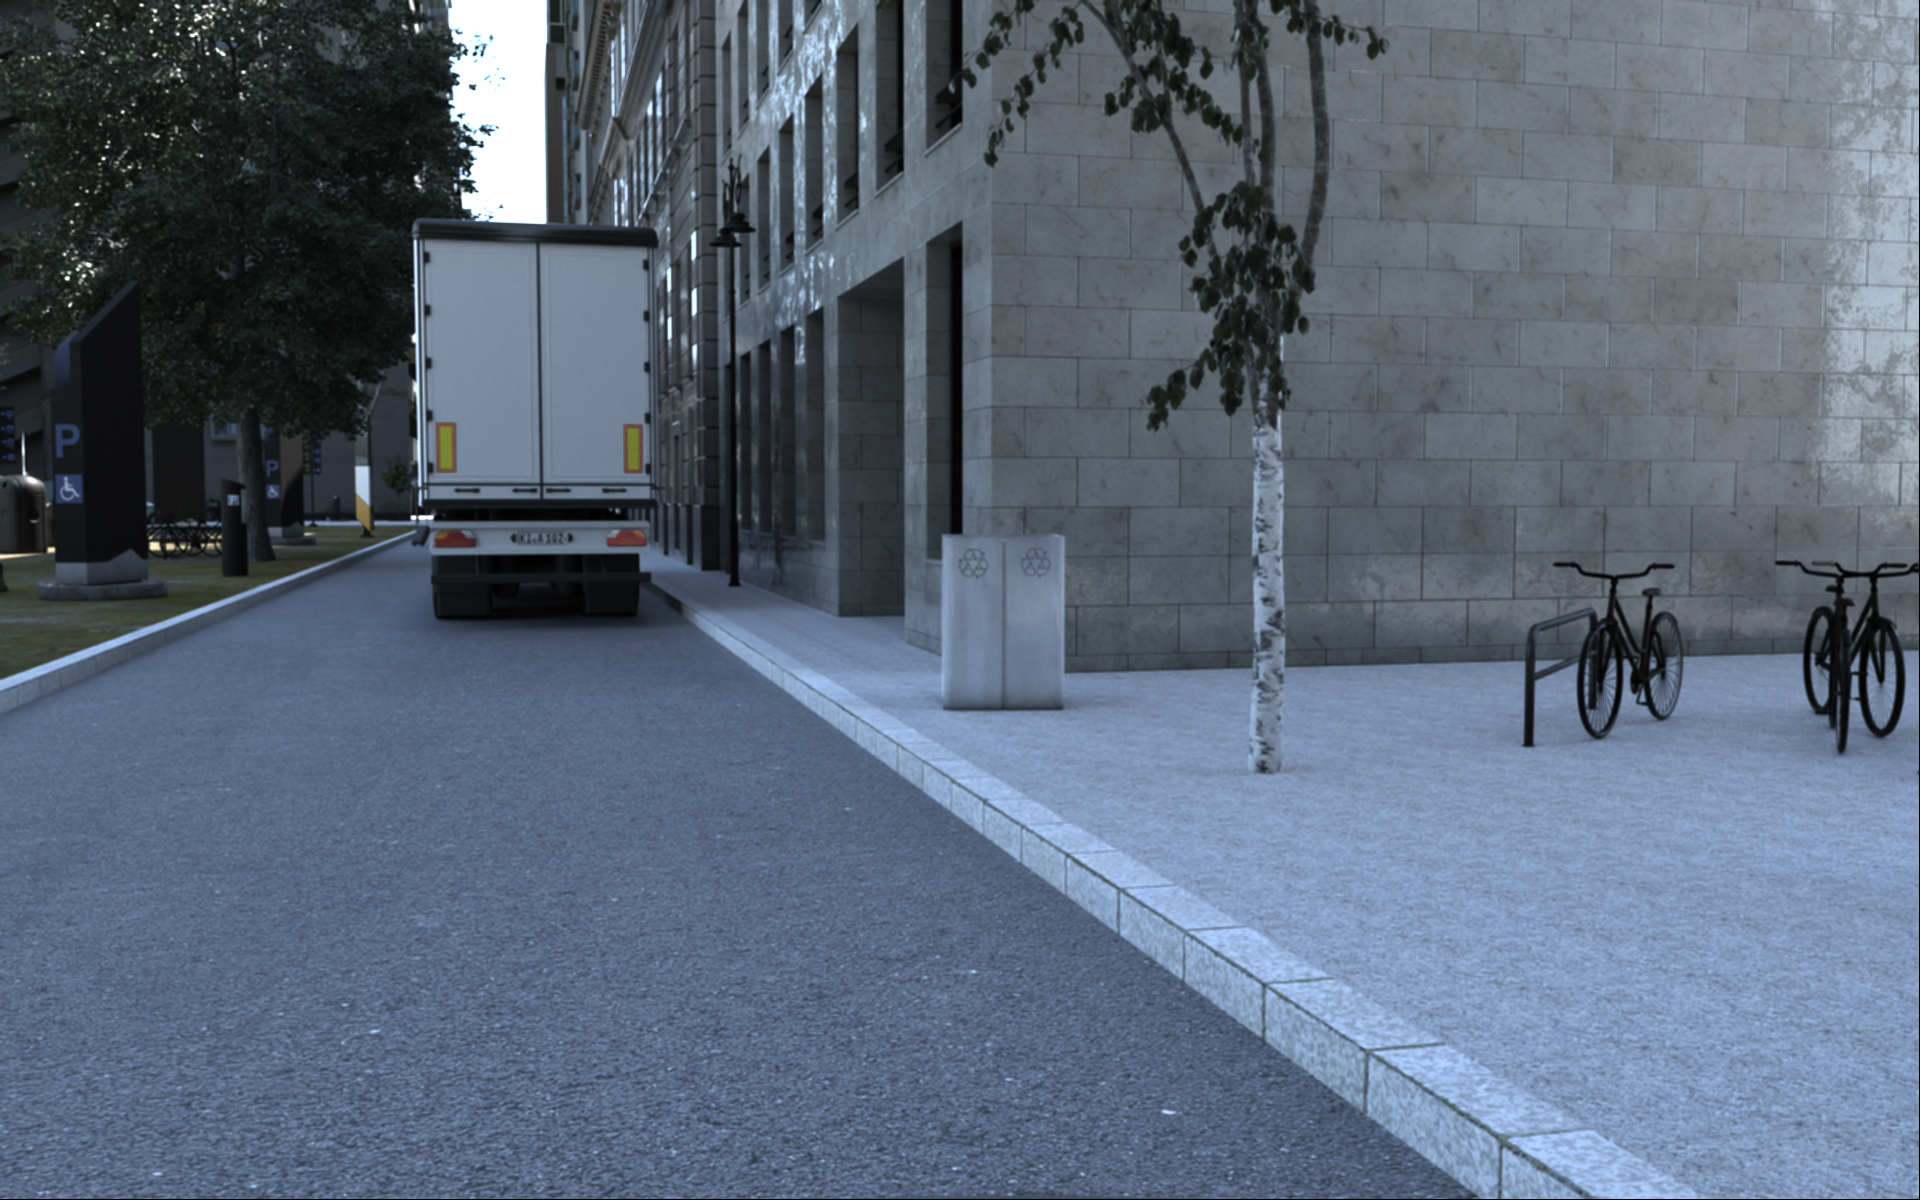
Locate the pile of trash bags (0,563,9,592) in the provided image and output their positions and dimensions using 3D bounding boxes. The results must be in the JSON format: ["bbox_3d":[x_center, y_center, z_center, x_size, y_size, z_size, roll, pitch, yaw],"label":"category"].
[{"bbox_3d":[-13.026,-0.701,21.219,1.912,1.369,3.447,-1,4,-15],"label":"pile of trash bags"}]

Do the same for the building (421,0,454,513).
[{"bbox_3d":[-47.557,-30.780,122.861,23.786,49.044,30.456,-1,4,-14],"label":"building"}]

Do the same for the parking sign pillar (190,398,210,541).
[{"bbox_3d":[-21.383,-3.605,47.419,1.447,3.967,1.447,-1,4,-23],"label":"parking sign pillar"}]

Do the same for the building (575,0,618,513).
[{"bbox_3d":[-8.116,-12.114,62.694,10.561,19.102,19.286,-1,4,-14],"label":"building"}]

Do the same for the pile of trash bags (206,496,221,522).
[{"bbox_3d":[-34.530,-4.316,80.315,3.447,1.369,1.912,0,4,8],"label":"pile of trash bags"}]

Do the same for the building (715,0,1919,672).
[{"bbox_3d":[3.164,-10.171,21.053,10.420,20.320,16.860,-1,4,-14],"label":"building"}]

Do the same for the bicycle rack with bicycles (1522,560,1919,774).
[{"bbox_3d":[4.289,0.258,9.169,2.852,0.926,2.925,2,4,31],"label":"bicycle rack with bicycles"}]

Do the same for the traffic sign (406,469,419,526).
[{"bbox_3d":[-21.810,-4.027,69.480,0.795,2.450,0.064,-1,4,-14],"label":"traffic sign"}]

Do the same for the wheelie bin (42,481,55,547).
[{"bbox_3d":[-22.013,-2.086,42.022,0.980,1.594,0.693,1,4,19],"label":"wheelie bin"}]

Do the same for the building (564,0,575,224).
[{"bbox_3d":[-22.605,-27.377,131.210,14.154,41.232,14.086,-1,4,-14],"label":"building"}]

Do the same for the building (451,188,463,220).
[{"bbox_3d":[-51.823,-23.462,155.313,14.160,30.474,14.107,-1,4,-14],"label":"building"}]

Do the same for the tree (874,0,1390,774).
[{"bbox_3d":[1.180,-3.509,7.740,4.360,8.622,3.978,0,3,0],"label":"tree"}]

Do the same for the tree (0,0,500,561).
[{"bbox_3d":[-13.524,-7.715,32.801,9.857,13.997,8.962,0,3,0],"label":"tree"}]

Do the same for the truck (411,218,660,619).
[{"bbox_3d":[-5.819,-2.105,23.335,2.839,4.237,11.283,-1,4,-15],"label":"truck"}]

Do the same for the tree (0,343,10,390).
[{"bbox_3d":[-30.155,-6.128,50.548,4.360,8.622,3.978,0,3,0],"label":"tree"}]

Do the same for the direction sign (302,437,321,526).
[{"bbox_3d":[-25.690,-4.690,68.685,0.876,3.537,0.379,1,4,21],"label":"direction sign"}]

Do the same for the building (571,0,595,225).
[{"bbox_3d":[-9.782,-28.678,92.590,21.600,48.544,21.300,-1,4,-14],"label":"building"}]

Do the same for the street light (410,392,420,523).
[{"bbox_3d":[-24.261,-6.391,77.276,0.468,5.910,1.993,-1,4,-14],"label":"street light"}]

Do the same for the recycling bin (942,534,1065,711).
[{"bbox_3d":[0.254,0.120,10.596,0.722,1.027,0.722,0,4,-1],"label":"recycling bin"}]

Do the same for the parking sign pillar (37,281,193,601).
[{"bbox_3d":[-10.607,-2.010,21.338,1.447,3.967,1.447,0,4,6],"label":"parking sign pillar"}]

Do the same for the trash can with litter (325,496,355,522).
[{"bbox_3d":[-29.063,-4.260,80.708,1.678,1.210,2.233,-2,4,-32],"label":"trash can with litter"}]

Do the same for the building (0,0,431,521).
[{"bbox_3d":[-39.531,-28.512,89.867,21.300,48.544,21.600,-1,4,-14],"label":"building"}]

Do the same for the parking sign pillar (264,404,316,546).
[{"bbox_3d":[-17.015,-3.370,43.580,1.447,3.967,1.447,0,4,3],"label":"parking sign pillar"}]

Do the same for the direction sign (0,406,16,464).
[{"bbox_3d":[-24.755,-3.212,44.515,0.876,3.537,0.379,-2,4,-34],"label":"direction sign"}]

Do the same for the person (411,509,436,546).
[{"bbox_3d":[-14.637,-2.416,48.227,0.699,1.804,1.509,2,4,35],"label":"person"}]

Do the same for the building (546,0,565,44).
[{"bbox_3d":[-46.998,-49.276,243.917,20.611,71.187,20.563,-1,4,-14],"label":"building"}]

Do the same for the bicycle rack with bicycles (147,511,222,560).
[{"bbox_3d":[-15.513,-1.322,34.997,2.925,0.926,2.852,-2,4,-34],"label":"bicycle rack with bicycles"}]

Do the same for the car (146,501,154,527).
[{"bbox_3d":[-33.689,-3.548,69.807,4.920,1.459,2.131,-1,4,-14],"label":"car"}]

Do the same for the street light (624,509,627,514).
[{"bbox_3d":[-9.237,-4.573,47.550,0.468,5.910,1.993,-1,4,-14],"label":"street light"}]

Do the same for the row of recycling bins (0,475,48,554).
[{"bbox_3d":[-21.040,-1.918,38.479,1.069,1.692,3.534,-3,4,-38],"label":"row of recycling bins"}]

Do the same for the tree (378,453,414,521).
[{"bbox_3d":[-26.263,-5.312,81.450,1.663,3.219,1.824,0,3,0],"label":"tree"}]

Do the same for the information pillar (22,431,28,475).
[{"bbox_3d":[-34.695,-4.462,64.308,0.183,3.616,0.504,-2,4,-35],"label":"information pillar"}]

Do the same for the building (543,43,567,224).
[{"bbox_3d":[-33.739,-31.881,171.371,14.600,45.320,14.200,-1,4,-14],"label":"building"}]

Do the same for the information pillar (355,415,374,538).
[{"bbox_3d":[-17.630,-3.659,51.181,0.504,3.616,0.183,1,4,17],"label":"information pillar"}]

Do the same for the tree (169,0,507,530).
[{"bbox_3d":[-21.798,-12.469,59.750,12.611,20.169,13.585,0,3,0],"label":"tree"}]

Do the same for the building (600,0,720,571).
[{"bbox_3d":[-1.857,-14.918,41.174,12.463,27.353,25.104,-1,4,-14],"label":"building"}]

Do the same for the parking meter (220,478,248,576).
[{"bbox_3d":[-11.368,-1.145,27.124,0.372,1.533,0.369,0,3,0],"label":"parking meter"}]

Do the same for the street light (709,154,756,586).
[{"bbox_3d":[-3.143,-3.131,23.978,0.468,5.910,1.993,-1,4,-14],"label":"street light"}]
